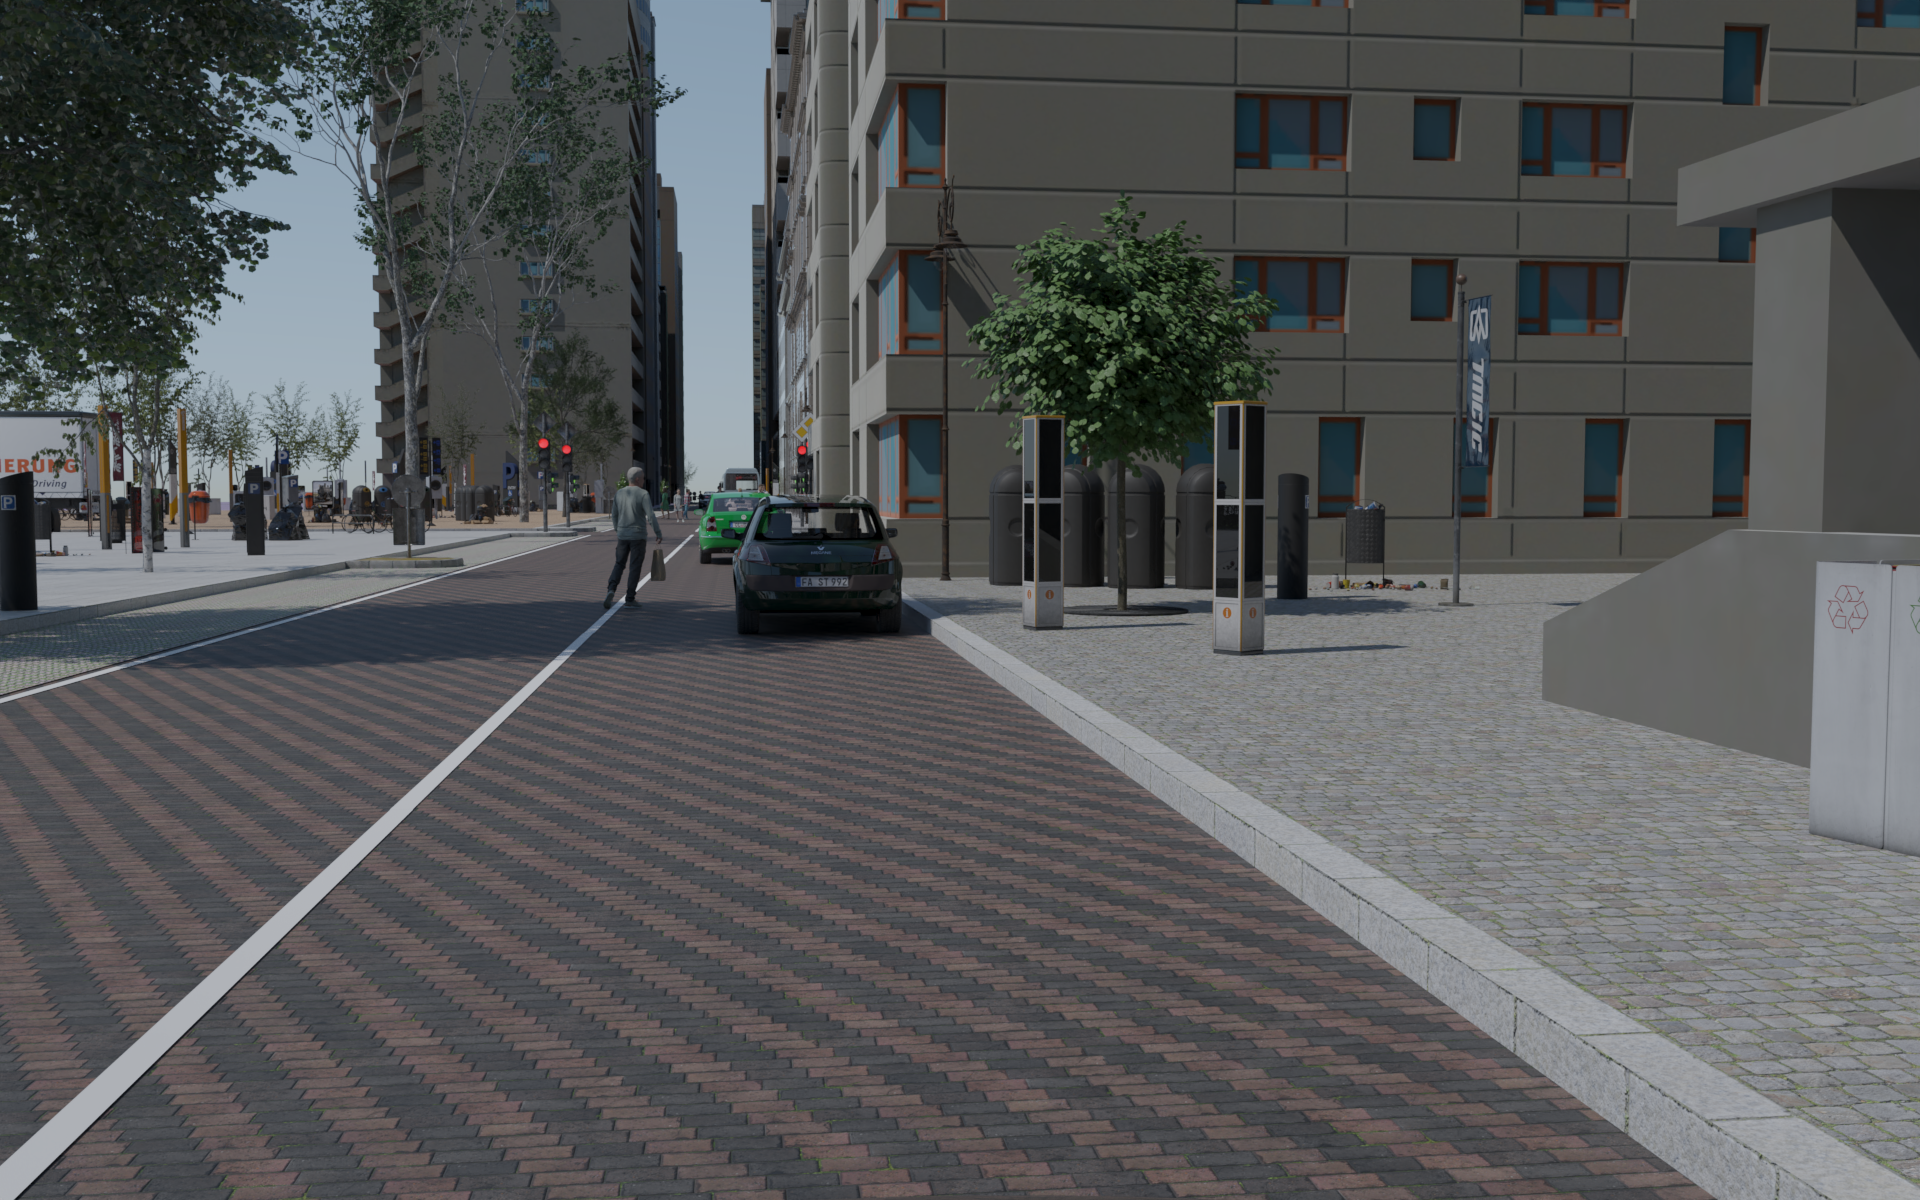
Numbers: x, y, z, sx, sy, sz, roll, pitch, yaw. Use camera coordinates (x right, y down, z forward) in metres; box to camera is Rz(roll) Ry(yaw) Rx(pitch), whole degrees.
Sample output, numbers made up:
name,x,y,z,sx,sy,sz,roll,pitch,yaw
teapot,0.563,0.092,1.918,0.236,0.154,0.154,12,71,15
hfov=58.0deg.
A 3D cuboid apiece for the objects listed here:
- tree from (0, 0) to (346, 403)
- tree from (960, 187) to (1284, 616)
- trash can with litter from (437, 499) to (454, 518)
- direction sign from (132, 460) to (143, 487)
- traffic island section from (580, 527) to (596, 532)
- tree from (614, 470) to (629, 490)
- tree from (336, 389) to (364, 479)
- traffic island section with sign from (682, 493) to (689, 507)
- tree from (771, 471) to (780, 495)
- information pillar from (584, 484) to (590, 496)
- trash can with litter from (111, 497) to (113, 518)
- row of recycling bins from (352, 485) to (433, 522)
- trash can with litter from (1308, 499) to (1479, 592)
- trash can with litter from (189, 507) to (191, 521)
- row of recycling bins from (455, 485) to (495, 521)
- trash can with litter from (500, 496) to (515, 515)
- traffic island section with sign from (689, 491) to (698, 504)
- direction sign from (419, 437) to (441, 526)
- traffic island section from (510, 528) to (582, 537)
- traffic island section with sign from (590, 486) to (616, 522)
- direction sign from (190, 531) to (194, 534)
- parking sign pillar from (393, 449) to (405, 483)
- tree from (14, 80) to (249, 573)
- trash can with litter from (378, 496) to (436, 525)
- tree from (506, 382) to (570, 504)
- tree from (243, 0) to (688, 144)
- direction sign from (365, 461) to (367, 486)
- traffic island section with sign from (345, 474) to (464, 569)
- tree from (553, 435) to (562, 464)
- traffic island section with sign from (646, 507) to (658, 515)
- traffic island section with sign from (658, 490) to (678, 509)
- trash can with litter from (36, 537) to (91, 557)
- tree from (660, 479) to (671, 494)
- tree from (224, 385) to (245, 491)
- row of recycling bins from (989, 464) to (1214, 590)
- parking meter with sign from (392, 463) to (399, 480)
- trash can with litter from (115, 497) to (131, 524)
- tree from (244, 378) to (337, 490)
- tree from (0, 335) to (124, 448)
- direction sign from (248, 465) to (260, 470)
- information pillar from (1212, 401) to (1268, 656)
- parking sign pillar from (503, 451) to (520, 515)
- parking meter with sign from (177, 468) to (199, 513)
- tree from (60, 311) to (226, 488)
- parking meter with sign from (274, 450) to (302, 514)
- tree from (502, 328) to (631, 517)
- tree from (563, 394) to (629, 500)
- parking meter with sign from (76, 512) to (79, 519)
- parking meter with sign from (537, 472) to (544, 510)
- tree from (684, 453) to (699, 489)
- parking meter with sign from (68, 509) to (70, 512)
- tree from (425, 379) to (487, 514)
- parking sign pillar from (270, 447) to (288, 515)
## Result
name,x,y,z,sx,sy,sz,roll,pitch,yaw
tree,-10.522,-6.684,15.938,9.857,13.997,8.962,0,3,0
tree,1.734,-2.145,18.791,4.285,4.588,4.351,0,3,0
trash can with litter,-27.784,-5.039,93.439,1.678,1.210,2.233,1,4,23
direction sign,-53.835,-7.443,113.688,0.876,3.537,0.379,0,4,1
traffic island section,-15.051,-2.702,66.465,2.009,0.180,2.903,0,4,-7
tree,-27.297,-8.910,140.286,1.663,3.219,1.824,0,3,0
tree,-43.527,-10.442,121.082,4.737,8.622,4.395,0,3,0
traffic island section with sign,-31.259,-11.190,191.591,1.989,1.847,2.006,0,4,-7
tree,-15.107,-9.176,144.632,1.663,3.219,1.824,0,3,0
information pillar,-27.636,-7.571,128.277,0.304,2.012,0.304,3,5,40
trash can with litter,-49.375,-5.386,99.125,1.678,1.210,2.233,0,4,2
row of recycling bins,-26.356,-4.483,80.408,3.534,1.692,1.069,-1,4,-22
trash can with litter,5.863,-0.752,23.357,2.233,1.210,1.678,1,4,13
trash can with litter,-36.640,-4.362,82.702,1.055,1.170,0.624,-1,4,-11
row of recycling bins,-22.980,-4.573,81.880,1.069,1.692,3.534,-2,4,-35
trash can with litter,-27.397,-5.684,104.313,0.624,1.170,1.055,3,4,37
traffic island section with sign,-38.429,-14.576,246.946,1.989,1.847,2.006,0,4,-7
direction sign,-21.196,-4.730,69.339,0.876,3.537,0.379,-3,4,-37
traffic island section,-14.026,-2.218,58.546,2.009,0.180,2.903,0,4,-7
traffic island section with sign,-17.997,-4.927,89.181,1.989,1.847,2.006,0,4,-7
direction sign,-24.726,-3.874,55.341,0.379,3.537,0.876,-2,4,-28
parking sign pillar,-33.131,-6.964,102.332,1.447,3.967,1.447,0,4,-5
tree,-13.485,-4.767,28.302,4.360,8.622,3.978,0,3,0
trash can with litter,-23.308,-3.747,72.324,2.233,1.210,1.678,-2,4,-32
tree,-26.940,-9.880,111.902,4.737,8.622,4.395,0,3,0
tree,-14.622,-11.810,48.978,12.611,20.169,13.585,0,3,0
direction sign,-40.220,-7.660,117.239,0.379,3.537,0.876,-2,4,-24
traffic island section with sign,-10.866,-1.555,34.048,1.989,1.847,2.006,0,4,-7
tree,-29.407,-11.255,134.375,4.360,8.622,3.978,0,3,0
traffic island section with sign,-21.467,-6.562,115.913,1.989,1.847,2.006,0,4,-7
traffic island section with sign,-27.800,-9.555,164.858,1.989,1.847,2.006,0,4,-7
trash can with litter,-19.362,-1.510,35.749,2.233,1.210,1.678,0,4,0
tree,-36.687,-13.467,214.792,1.663,3.219,1.824,0,3,0
tree,-48.754,-10.177,116.748,4.737,8.622,4.395,0,3,0
row of recycling bins,2.060,-1.032,23.978,3.534,1.692,1.069,1,4,21
parking meter with sign,-31.235,-6.239,98.273,1.738,3.016,0.543,-3,5,-45
trash can with litter,-36.337,-3.919,75.467,1.055,1.170,0.624,3,5,41
tree,-42.649,-9.794,110.493,4.737,8.622,4.395,0,3,0
tree,-40.190,-7.689,76.077,4.737,8.622,4.395,0,3,0
direction sign,-54.634,-8.687,134.036,0.876,3.537,0.379,-1,4,-8
information pillar,2.236,-0.572,13.849,0.304,2.012,0.304,-3,5,-41
parking sign pillar,-27.785,-7.280,107.504,1.447,3.967,1.447,2,4,34
parking meter with sign,-52.409,-7.395,117.176,1.738,3.016,0.543,-2,4,-30
tree,-31.439,-7.127,66.890,4.737,8.622,4.395,0,3,0
parking meter with sign,-26.549,-4.426,68.622,0.543,3.016,1.738,-3,5,-41
tree,-21.717,-9.894,96.174,7.601,10.594,8.767,-3,5,-42
tree,-25.442,-10.535,122.615,4.360,8.622,3.978,0,3,0
parking meter with sign,-45.324,-5.688,89.256,0.543,3.016,1.738,-2,4,-24
parking meter with sign,-32.354,-8.415,133.851,0.543,3.016,1.738,-1,4,-14
tree,-47.368,-21.234,297.532,4.360,8.622,3.978,0,3,0
parking meter with sign,-58.706,-7.292,115.493,0.543,3.016,1.738,1,4,15
tree,-32.451,-9.837,111.190,4.360,8.622,3.978,0,3,0
parking sign pillar,-38.559,-6.702,98.045,1.447,3.967,1.447,0,4,4
